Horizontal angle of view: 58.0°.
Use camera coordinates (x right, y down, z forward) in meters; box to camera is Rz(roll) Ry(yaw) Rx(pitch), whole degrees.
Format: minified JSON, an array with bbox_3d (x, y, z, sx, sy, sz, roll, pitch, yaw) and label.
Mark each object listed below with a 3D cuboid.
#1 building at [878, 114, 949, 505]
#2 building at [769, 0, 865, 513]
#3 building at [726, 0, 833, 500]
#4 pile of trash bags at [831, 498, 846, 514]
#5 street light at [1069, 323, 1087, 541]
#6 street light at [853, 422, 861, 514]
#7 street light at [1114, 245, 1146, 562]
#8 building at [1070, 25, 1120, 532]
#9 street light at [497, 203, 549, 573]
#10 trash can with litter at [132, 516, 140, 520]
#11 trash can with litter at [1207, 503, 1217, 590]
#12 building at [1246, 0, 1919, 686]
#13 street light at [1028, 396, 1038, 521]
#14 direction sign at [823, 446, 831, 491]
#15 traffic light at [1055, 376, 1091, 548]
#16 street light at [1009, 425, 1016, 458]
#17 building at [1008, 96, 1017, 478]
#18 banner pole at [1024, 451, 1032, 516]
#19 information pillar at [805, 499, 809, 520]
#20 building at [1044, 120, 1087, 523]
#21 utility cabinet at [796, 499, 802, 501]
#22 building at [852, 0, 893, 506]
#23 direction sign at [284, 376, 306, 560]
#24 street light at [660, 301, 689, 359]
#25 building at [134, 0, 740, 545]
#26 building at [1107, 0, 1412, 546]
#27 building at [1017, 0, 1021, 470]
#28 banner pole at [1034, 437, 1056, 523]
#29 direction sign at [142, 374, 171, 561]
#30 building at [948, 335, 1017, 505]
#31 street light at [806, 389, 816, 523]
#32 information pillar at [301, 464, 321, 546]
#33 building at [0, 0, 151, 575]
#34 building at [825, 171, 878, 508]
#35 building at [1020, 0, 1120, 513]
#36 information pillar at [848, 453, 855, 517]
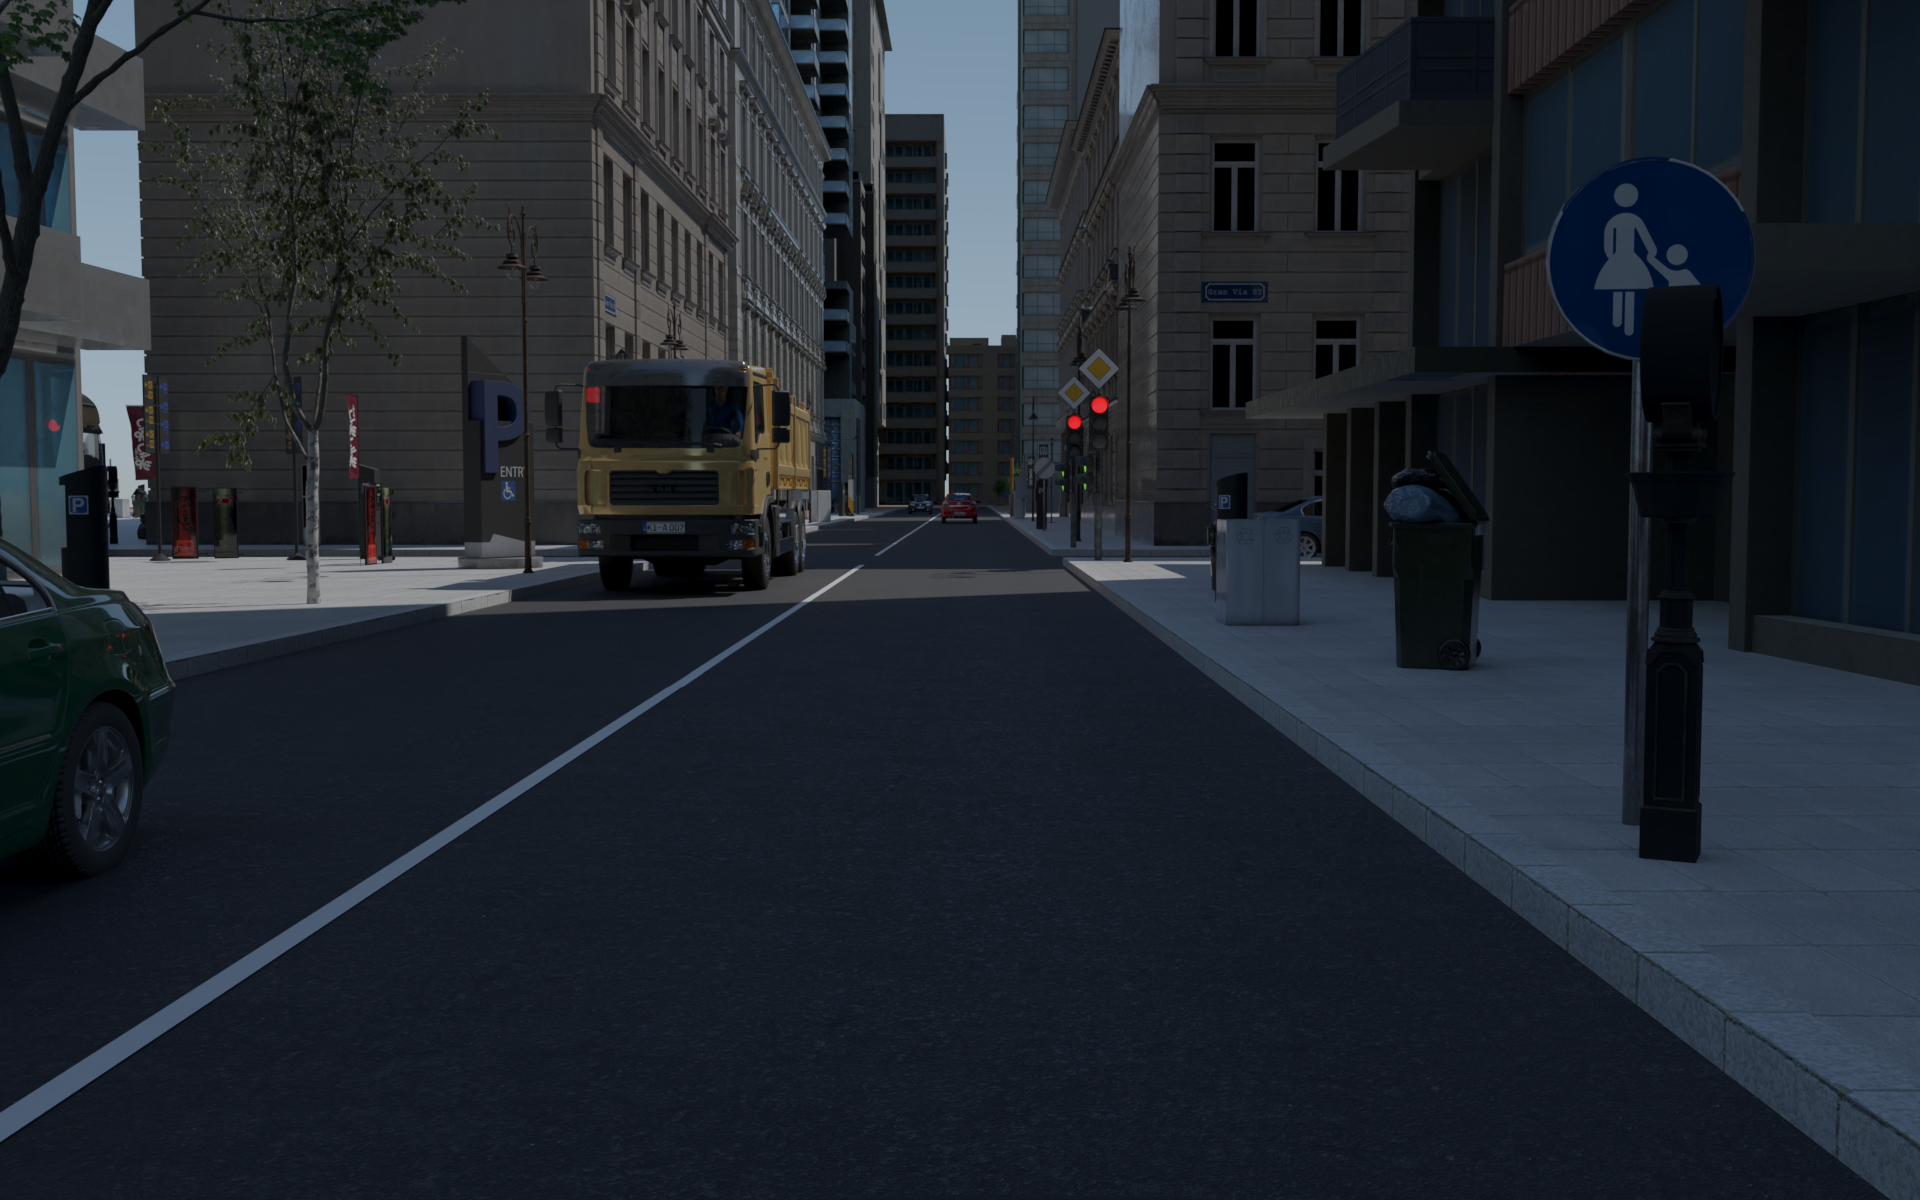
[{"bbox_3d":[-12.275,-35.947,211.438,21.600,48.544,21.300,0,4,0],"label":"building"},{"bbox_3d":[-18.149,-50.011,130.346,22.319,86.520,31.000,0,4,0],"label":"building"},{"bbox_3d":[-16.622,-19.186,90.108,17.030,29.872,44.131,0,4,0],"label":"building"},{"bbox_3d":[-9.021,-6.434,114.950,3.447,1.369,1.912,3,5,41],"label":"pile of trash bags"},{"bbox_3d":[3.216,-4.531,46.862,0.468,5.910,1.993,0,4,0],"label":"street light"},{"bbox_3d":[-6.571,-8.470,111.280,0.468,5.910,1.993,0,4,0],"label":"street light"},{"bbox_3d":[3.163,-3.649,32.446,0.468,5.910,1.993,0,4,0],"label":"street light"},{"bbox_3d":[9.986,-12.300,65.732,10.561,19.102,19.286,0,4,0],"label":"building"},{"bbox_3d":[-6.999,-3.371,27.901,0.468,5.910,1.993,0,4,0],"label":"street light"},{"bbox_3d":[-43.041,-4.938,91.786,2.233,1.210,1.678,-3,5,-45],"label":"trash can with litter"},{"bbox_3d":[3.808,-0.706,22.935,1.055,1.170,0.624,1,4,21],"label":"trash can with litter"},{"bbox_3d":[16.001,-22.163,16.993,22.147,44.769,28.867,0,4,0],"label":"building"},{"bbox_3d":[3.442,-6.651,81.532,0.468,5.910,1.993,0,4,0],"label":"street light"},{"bbox_3d":[-6.350,-5.537,82.525,0.379,3.537,0.876,1,4,20],"label":"direction sign"},{"bbox_3d":[2.701,-3.211,41.418,0.839,4.253,0.868,0,4,0],"label":"traffic light"},{"bbox_3d":[3.534,-8.772,116.203,0.468,5.910,1.993,0,4,0],"label":"street light"},{"bbox_3d":[16.980,-34.016,175.768,23.786,49.044,30.456,0,4,0],"label":"building"},{"bbox_3d":[4.020,-6.812,101.387,0.863,3.779,0.401,1,4,19],"label":"banner pole"},{"bbox_3d":[-7.712,-5.039,86.883,0.304,2.012,0.304,2,4,32],"label":"information pillar"},{"bbox_3d":[10.023,-15.021,96.507,10.553,20.767,40.483,0,4,0],"label":"building"},{"bbox_3d":[-7.536,-4.294,81.375,0.306,1.237,1.020,0,4,-1],"label":"utility cabinet"},{"bbox_3d":[-21.221,-35.932,176.726,27.495,52.752,28.713,0,4,0],"label":"building"},{"bbox_3d":[-12.938,-2.550,33.686,0.379,3.537,0.876,-3,5,-40],"label":"direction sign"},{"bbox_3d":[-6.851,-4.215,41.703,0.468,5.910,1.993,0,4,0],"label":"street light"},{"bbox_3d":[-14.661,-15.758,54.912,12.463,27.353,25.104,0,4,0],"label":"building"},{"bbox_3d":[16.933,-15.303,47.468,25.104,27.353,12.463,0,4,0],"label":"building"},{"bbox_3d":[15.312,-36.912,145.503,21.231,58.520,28.212,0,4,0],"label":"building"},{"bbox_3d":[3.839,-5.292,76.537,0.863,3.779,0.401,2,4,28],"label":"banner pole"},{"bbox_3d":[-15.385,-2.521,33.210,0.379,3.537,0.876,0,4,4],"label":"direction sign"},{"bbox_3d":[13.178,-22.627,214.994,28.899,21.520,27.650,0,4,0],"label":"building"},{"bbox_3d":[-6.631,-6.339,76.426,0.468,5.910,1.993,0,4,0],"label":"street light"},{"bbox_3d":[-15.937,-2.326,42.529,0.304,2.012,0.304,3,5,40],"label":"information pillar"},{"bbox_3d":[-26.968,-24.316,17.184,30.456,49.044,23.786,0,4,0],"label":"building"},{"bbox_3d":[-14.782,-23.416,154.549,14.160,30.474,14.107,0,4,0],"label":"building"},{"bbox_3d":[11.340,-26.994,124.945,14.154,41.232,14.086,0,4,0],"label":"building"},{"bbox_3d":[-6.211,-6.564,98.673,0.183,3.616,0.504,-2,4,-32],"label":"information pillar"}]
